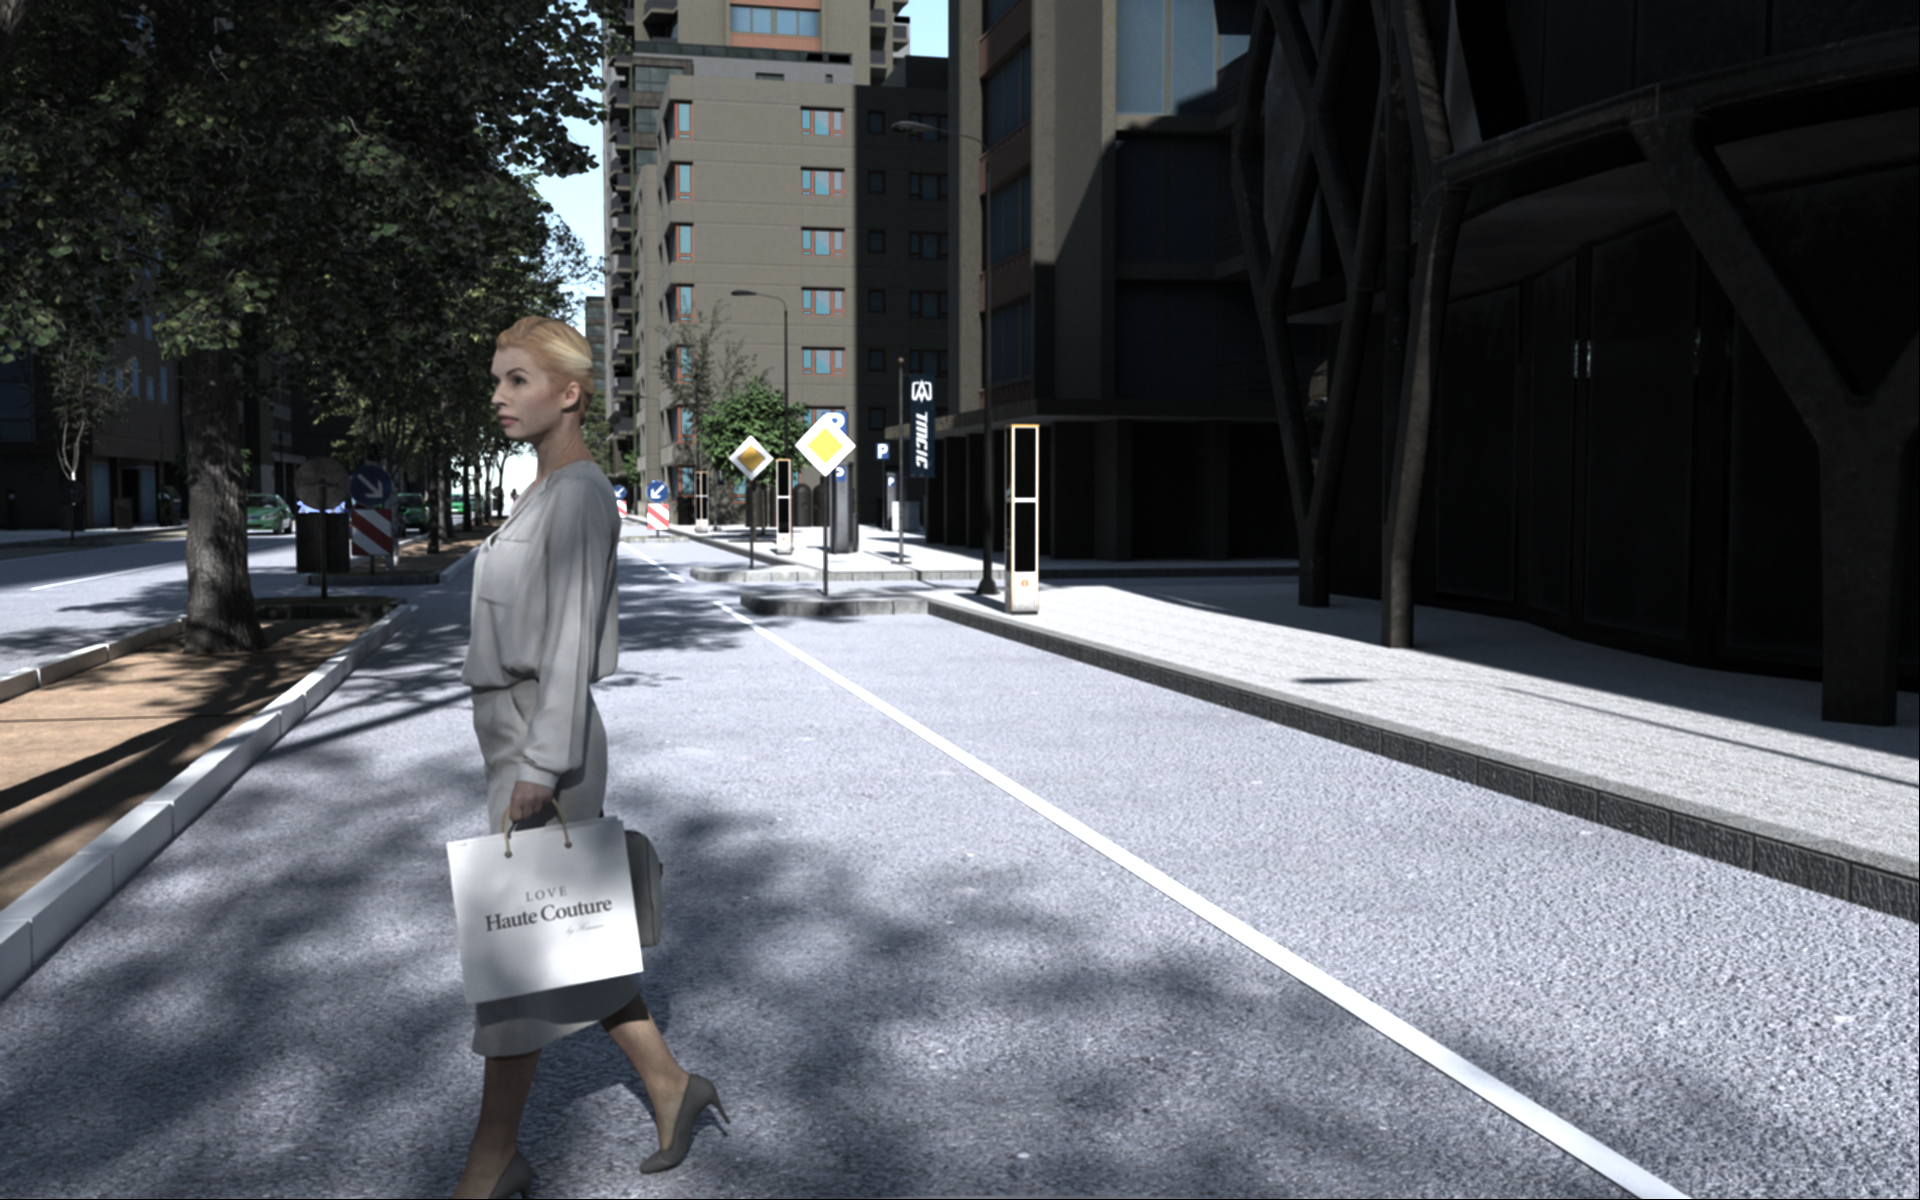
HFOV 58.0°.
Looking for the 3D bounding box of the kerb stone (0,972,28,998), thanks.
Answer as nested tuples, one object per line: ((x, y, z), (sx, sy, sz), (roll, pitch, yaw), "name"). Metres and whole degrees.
((-2.743, 1.069, 4.721), (0.120, 0.150, 1.000), (-1, 4, -13), "kerb stone")

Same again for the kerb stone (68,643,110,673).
((-7.178, 0.492, 14.191), (0.120, 0.150, 1.000), (-1, 4, -13), "kerb stone")

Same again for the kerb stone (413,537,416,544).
((-15.441, -1.615, 48.605), (0.120, 0.150, 1.000), (-1, 4, -13), "kerb stone")

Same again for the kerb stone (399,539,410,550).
((-14.969, -1.491, 46.616), (0.120, 0.150, 1.000), (-1, 4, -13), "kerb stone")

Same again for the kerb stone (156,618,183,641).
((-7.902, 0.316, 17.176), (0.120, 0.150, 1.000), (-1, 4, -13), "kerb stone")

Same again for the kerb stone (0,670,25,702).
((-6.711, 0.614, 12.195), (0.120, 0.150, 1.000), (-1, 4, -13), "kerb stone")

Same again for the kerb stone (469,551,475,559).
((-10.527, -0.912, 37.114), (0.120, 0.150, 1.000), (-1, 4, -13), "kerb stone")

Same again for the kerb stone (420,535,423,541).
((-16.166, -1.797, 51.604), (0.120, 0.150, 1.000), (-1, 4, -13), "kerb stone")

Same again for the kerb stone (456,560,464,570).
((-9.328, -0.605, 32.130), (0.120, 0.150, 1.000), (-1, 4, -13), "kerb stone")

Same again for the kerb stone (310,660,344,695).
((-4.657, 0.581, 12.693), (0.120, 0.150, 1.000), (-1, 4, -13), "kerb stone")

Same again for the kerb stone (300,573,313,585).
((-10.421, -0.336, 27.691), (0.120, 0.150, 1.000), (-1, 4, -13), "kerb stone")

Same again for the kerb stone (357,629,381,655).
((-5.381, 0.399, 15.688), (0.120, 0.150, 1.000), (-1, 4, -13), "kerb stone")

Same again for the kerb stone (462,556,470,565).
((-9.796, -0.724, 34.121), (0.120, 0.150, 1.000), (-1, 4, -13), "kerb stone")

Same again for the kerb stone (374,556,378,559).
((-12.815, -0.946, 37.658), (0.120, 0.150, 1.000), (-1, 4, -13), "kerb stone")

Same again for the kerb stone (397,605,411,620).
((-6.336, 0.160, 19.669), (0.120, 0.150, 1.000), (-1, 4, -13), "kerb stone")

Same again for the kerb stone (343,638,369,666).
((-5.143, 0.459, 14.684), (0.120, 0.150, 1.000), (-1, 4, -13), "kerb stone")

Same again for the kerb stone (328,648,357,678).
((-4.907, 0.523, 13.690), (0.120, 0.150, 1.000), (-1, 4, -13), "kerb stone")

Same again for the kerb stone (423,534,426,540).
((-16.402, -1.860, 52.601), (0.120, 0.150, 1.000), (-1, 4, -13), "kerb stone")

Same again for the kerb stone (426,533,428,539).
((-16.643, -1.920, 53.594), (0.120, 0.150, 1.000), (-1, 4, -13), "kerb stone")

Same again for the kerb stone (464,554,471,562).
((-10.047, -0.787, 35.125), (0.120, 0.150, 1.000), (-1, 4, -13), "kerb stone")

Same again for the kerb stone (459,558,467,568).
((-9.564, -0.668, 33.124), (0.120, 0.150, 1.000), (-1, 4, -13), "kerb stone")

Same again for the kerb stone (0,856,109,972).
((-2.986, 1.012, 5.720), (0.120, 0.150, 1.000), (-1, 4, -13), "kerb stone")

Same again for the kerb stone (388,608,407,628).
((-6.097, 0.217, 18.674), (0.120, 0.150, 1.000), (-1, 4, -13), "kerb stone")

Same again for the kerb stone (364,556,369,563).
((-12.332, -0.823, 35.651), (0.120, 0.150, 1.000), (-1, 4, -13), "kerb stone")

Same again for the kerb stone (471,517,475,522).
((-26.458, -4.420, 94.470), (0.120, 0.150, 1.000), (-1, 4, -13), "kerb stone")

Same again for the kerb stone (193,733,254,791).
((-3.708, 0.827, 8.706), (0.120, 0.150, 1.000), (-1, 4, -13), "kerb stone")

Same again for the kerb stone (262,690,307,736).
((-4.185, 0.704, 10.701), (0.120, 0.150, 1.000), (-1, 4, -13), "kerb stone")

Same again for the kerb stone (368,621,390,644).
((-5.622, 0.337, 16.681), (0.120, 0.150, 1.000), (-1, 4, -13), "kerb stone")

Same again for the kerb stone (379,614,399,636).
((-5.857, 0.276, 17.676), (0.120, 0.150, 1.000), (-1, 4, -13), "kerb stone")

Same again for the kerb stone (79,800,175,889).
((-3.226, 0.949, 6.714), (0.120, 0.150, 1.000), (-1, 4, -13), "kerb stone")

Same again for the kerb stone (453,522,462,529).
((-21.910, -3.258, 75.532), (0.120, 0.150, 1.000), (-1, 4, -13), "kerb stone")

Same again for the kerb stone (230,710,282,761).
((-3.950, 0.765, 9.703), (0.120, 0.150, 1.000), (-1, 4, -13), "kerb stone")

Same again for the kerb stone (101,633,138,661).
((-7.409, 0.429, 15.186), (0.120, 0.150, 1.000), (-1, 4, -13), "kerb stone")

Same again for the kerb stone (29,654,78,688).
((-6.933, 0.551, 13.192), (0.120, 0.150, 1.000), (-1, 4, -13), "kerb stone")

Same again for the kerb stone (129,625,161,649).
((-7.665, 0.368, 16.180), (0.120, 0.150, 1.000), (-1, 4, -13), "kerb stone")

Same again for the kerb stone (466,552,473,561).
((-10.289, -0.852, 36.118), (0.120, 0.150, 1.000), (-1, 4, -13), "kerb stone")

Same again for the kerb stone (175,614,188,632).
((-8.139, 0.246, 18.178), (0.120, 0.150, 1.000), (-1, 4, -13), "kerb stone")

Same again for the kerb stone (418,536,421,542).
((-15.917, -1.738, 50.605), (0.120, 0.150, 1.000), (-1, 4, -13), "kerb stone")

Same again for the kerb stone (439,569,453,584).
((-8.372, -0.361, 28.150), (0.120, 0.150, 1.000), (-1, 4, -13), "kerb stone")

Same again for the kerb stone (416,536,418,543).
((-15.687, -1.676, 49.597), (0.120, 0.150, 1.000), (-1, 4, -13), "kerb stone")

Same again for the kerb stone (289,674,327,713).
((-4.418, 0.642, 11.699), (0.120, 0.150, 1.000), (-1, 4, -13), "kerb stone")

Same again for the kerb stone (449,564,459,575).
((-8.852, -0.486, 30.139), (0.120, 0.150, 1.000), (-1, 4, -13), "kerb stone")

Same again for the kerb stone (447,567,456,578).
((-8.614, -0.425, 29.143), (0.120, 0.150, 1.000), (-1, 4, -13), "kerb stone")

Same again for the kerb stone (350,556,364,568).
((-12.097, -0.759, 34.653), (0.120, 0.150, 1.000), (-1, 4, -13), "kerb stone")

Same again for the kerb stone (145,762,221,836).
((-3.461, 0.887, 7.713), (0.120, 0.150, 1.000), (-1, 4, -13), "kerb stone")

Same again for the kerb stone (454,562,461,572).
((-9.096, -0.547, 31.132), (0.120, 0.150, 1.000), (-1, 4, -13), "kerb stone")

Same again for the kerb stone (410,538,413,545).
((-15.209, -1.554, 47.610), (0.120, 0.150, 1.000), (-1, 4, -13), "kerb stone")
